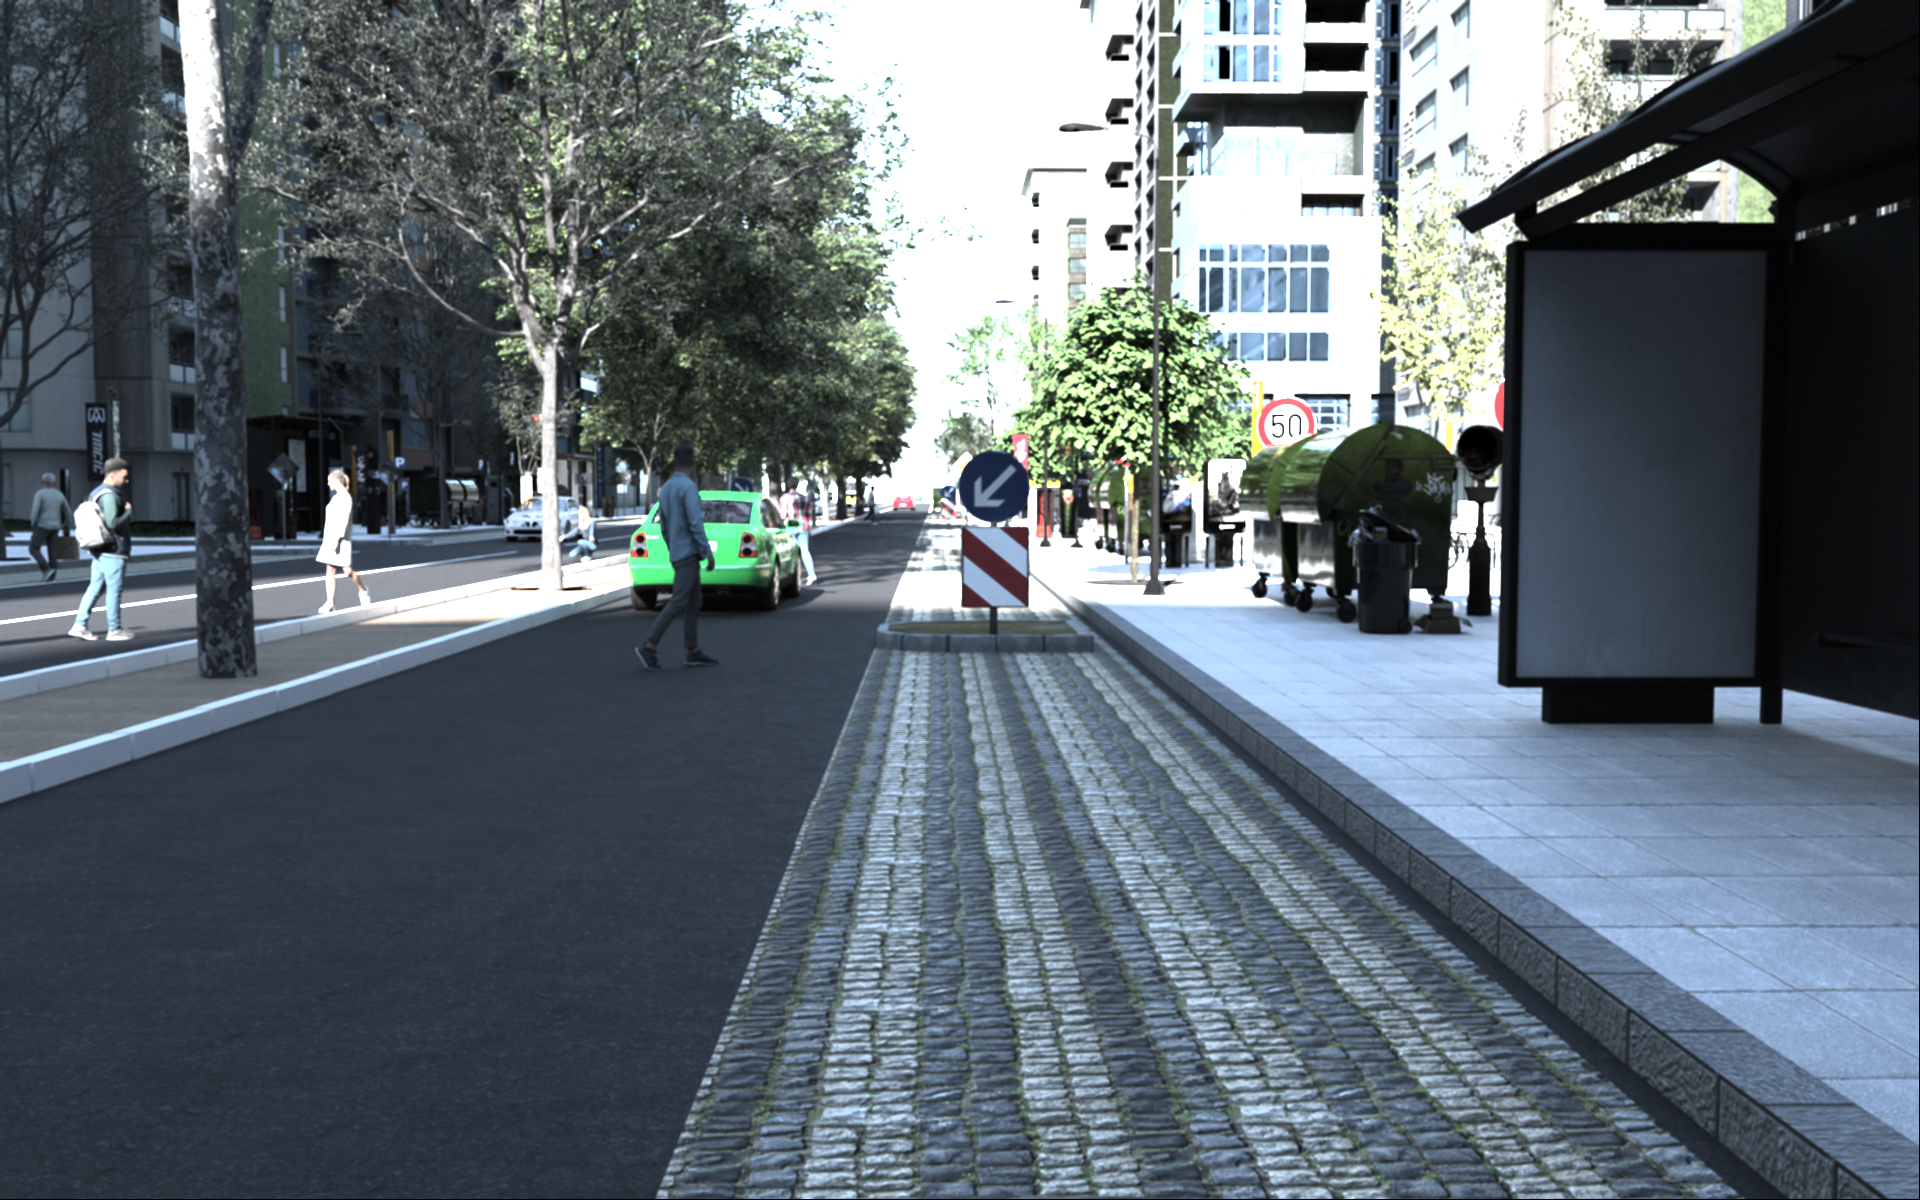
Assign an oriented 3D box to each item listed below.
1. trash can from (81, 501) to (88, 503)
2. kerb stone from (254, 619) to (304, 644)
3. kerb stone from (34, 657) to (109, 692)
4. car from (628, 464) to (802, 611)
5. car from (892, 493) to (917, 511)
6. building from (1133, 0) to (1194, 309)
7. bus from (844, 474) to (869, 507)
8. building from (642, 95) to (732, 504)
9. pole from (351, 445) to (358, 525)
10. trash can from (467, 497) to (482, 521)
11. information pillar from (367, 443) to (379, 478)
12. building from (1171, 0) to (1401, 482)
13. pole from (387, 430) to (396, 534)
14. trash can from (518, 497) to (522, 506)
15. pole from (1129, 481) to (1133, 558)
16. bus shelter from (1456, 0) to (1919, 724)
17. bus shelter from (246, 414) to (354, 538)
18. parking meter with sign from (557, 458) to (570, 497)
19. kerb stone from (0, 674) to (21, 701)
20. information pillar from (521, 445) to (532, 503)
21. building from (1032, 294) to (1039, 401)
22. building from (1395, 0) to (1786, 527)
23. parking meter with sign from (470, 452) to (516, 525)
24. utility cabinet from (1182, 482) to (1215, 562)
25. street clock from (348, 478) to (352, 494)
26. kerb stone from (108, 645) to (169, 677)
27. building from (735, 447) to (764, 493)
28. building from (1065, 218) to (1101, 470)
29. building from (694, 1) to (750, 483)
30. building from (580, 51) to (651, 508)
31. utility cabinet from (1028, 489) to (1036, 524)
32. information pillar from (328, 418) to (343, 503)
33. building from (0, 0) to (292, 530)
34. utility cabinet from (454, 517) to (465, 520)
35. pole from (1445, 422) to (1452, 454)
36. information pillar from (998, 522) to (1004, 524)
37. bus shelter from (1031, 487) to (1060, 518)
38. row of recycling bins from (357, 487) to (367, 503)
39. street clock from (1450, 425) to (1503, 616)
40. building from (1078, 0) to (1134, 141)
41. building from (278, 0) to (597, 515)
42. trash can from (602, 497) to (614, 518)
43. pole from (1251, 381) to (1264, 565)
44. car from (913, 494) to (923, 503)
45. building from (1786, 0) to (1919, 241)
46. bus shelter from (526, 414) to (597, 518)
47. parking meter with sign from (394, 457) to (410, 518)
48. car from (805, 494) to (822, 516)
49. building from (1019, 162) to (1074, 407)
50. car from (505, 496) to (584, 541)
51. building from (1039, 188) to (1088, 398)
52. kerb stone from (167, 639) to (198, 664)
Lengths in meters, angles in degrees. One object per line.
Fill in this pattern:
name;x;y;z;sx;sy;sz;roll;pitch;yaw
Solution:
trash can;-18.999;-1.627;38.260;0.748;1.137;0.748;0;3;0
kerb stone;-6.726;0.316;17.033;0.120;0.150;1.000;0;4;-1
kerb stone;-6.673;0.566;12.934;0.120;0.150;1.000;0;4;-1
car;-3.121;-0.849;22.683;1.959;1.807;4.718;0;4;1
car;-4.830;-8.591;149.498;2.155;1.783;4.494;0;4;1
building;22.850;-42.706;136.490;20.563;71.187;20.611;0;4;-1
bus;-11.236;-11.858;185.432;2.896;3.916;12.252;0;4;-1
building;-42.978;-42.215;232.211;21.231;58.520;28.212;0;4;-1
pole;-25.348;-4.810;72.480;0.158;3.312;0.155;0;3;0
trash can;-21.772;-4.028;77.516;0.748;1.137;0.748;0;3;0
information pillar;-26.710;-5.348;78.787;0.504;3.616;0.183;-2;4;-25
building;21.231;-48.337;102.979;22.319;86.520;31.000;0;4;-1
pole;-18.208;-3.766;55.416;0.158;3.312;0.155;0;3;0
trash can;-22.313;-4.721;88.841;0.748;1.137;0.748;0;3;0
pole;3.432;-2.503;34.775;0.158;3.312;0.155;0;3;0
bus shelter;3.845;-0.808;7.130;2.014;3.302;5.546;0;4;-1
bus shelter;-20.811;-3.846;54.164;1.731;3.624;6.357;0;4;-1
parking meter with sign;-19.581;-5.302;82.945;1.738;3.016;0.543;-1;4;-10
kerb stone;-6.656;0.633;11.911;0.120;0.150;1.000;0;4;-1
information pillar;-20.599;-5.557;82.219;0.504;3.616;0.183;-2;4;-25
building;17.228;-29.231;249.632;14.160;30.474;14.107;0;4;-1
building;26.131;-23.548;68.601;14.086;41.232;14.154;0;4;-1
parking meter with sign;-19.208;-4.593;71.360;1.738;3.016;0.543;-2;4;-30
utility cabinet;4.442;-1.453;32.443;0.318;1.500;1.173;3;5;40
street clock;-27.663;-4.528;78.610;0.358;2.002;0.471;-1;4;-8
kerb stone;-6.678;0.506;13.956;0.120;0.150;1.000;0;4;-1
building;-39.017;-36.166;274.902;14.154;41.232;14.086;0;4;-1
building;17.949;-25.159;183.047;14.160;30.474;14.107;0;4;-1
building;-42.010;-50.028;256.205;20.563;71.187;20.611;0;4;-1
building;-42.015;-52.254;167.021;22.319;86.520;31.000;0;4;-1
utility cabinet;3.436;-3.981;73.761;1.173;1.500;0.318;3;5;41
information pillar;-19.275;-3.801;53.495;0.504;3.616;0.183;1;4;21
building;-35.313;-23.370;65.691;14.154;41.232;14.086;0;4;-1
utility cabinet;-24.736;-4.544;85.454;0.306;1.237;1.020;-3;5;-44
pole;13.793;-3.370;48.950;0.158;3.312;0.155;0;3;0
information pillar;1.681;-4.281;74.489;0.304;2.012;0.304;-3;4;-36
bus shelter;4.278;-6.299;80.620;2.179;5.291;8.768;0;4;-1
row of recycling bins;-29.273;-4.471;80.209;3.534;1.692;1.069;-1;4;-15
street clock;5.489;-0.837;18.257;0.358;2.002;0.471;-3;5;-45
building;26.348;-34.977;161.111;28.713;52.752;27.495;0;4;-1
building;-41.771;-29.590;138.418;22.147;44.769;28.867;0;4;-1
trash can;-18.673;-4.909;91.910;0.748;1.137;0.748;0;3;0
pole;5.381;-2.293;31.340;0.158;3.312;0.155;0;3;0
car;-6.972;-16.732;282.356;1.959;1.807;4.718;0;4;-3
building;20.910;-13.727;17.939;14.314;27.812;24.014;0;4;-1
bus shelter;-20.754;-6.865;89.880;2.179;5.291;8.768;0;4;-1
parking meter with sign;-25.952;-5.165;80.708;0.543;3.016;1.738;-2;4;-26
car;-10.128;-6.324;115.407;2.014;1.417;4.499;0;4;-1
building;24.151;-41.655;270.302;28.713;52.752;27.495;0;4;-1
car;-12.828;-2.542;53.928;2.083;1.381;4.827;0;4;-1
building;17.613;-33.654;233.830;14.154;41.232;14.086;0;4;-1
kerb stone;-6.693;0.443;14.978;0.120;0.150;1.000;0;4;-1
